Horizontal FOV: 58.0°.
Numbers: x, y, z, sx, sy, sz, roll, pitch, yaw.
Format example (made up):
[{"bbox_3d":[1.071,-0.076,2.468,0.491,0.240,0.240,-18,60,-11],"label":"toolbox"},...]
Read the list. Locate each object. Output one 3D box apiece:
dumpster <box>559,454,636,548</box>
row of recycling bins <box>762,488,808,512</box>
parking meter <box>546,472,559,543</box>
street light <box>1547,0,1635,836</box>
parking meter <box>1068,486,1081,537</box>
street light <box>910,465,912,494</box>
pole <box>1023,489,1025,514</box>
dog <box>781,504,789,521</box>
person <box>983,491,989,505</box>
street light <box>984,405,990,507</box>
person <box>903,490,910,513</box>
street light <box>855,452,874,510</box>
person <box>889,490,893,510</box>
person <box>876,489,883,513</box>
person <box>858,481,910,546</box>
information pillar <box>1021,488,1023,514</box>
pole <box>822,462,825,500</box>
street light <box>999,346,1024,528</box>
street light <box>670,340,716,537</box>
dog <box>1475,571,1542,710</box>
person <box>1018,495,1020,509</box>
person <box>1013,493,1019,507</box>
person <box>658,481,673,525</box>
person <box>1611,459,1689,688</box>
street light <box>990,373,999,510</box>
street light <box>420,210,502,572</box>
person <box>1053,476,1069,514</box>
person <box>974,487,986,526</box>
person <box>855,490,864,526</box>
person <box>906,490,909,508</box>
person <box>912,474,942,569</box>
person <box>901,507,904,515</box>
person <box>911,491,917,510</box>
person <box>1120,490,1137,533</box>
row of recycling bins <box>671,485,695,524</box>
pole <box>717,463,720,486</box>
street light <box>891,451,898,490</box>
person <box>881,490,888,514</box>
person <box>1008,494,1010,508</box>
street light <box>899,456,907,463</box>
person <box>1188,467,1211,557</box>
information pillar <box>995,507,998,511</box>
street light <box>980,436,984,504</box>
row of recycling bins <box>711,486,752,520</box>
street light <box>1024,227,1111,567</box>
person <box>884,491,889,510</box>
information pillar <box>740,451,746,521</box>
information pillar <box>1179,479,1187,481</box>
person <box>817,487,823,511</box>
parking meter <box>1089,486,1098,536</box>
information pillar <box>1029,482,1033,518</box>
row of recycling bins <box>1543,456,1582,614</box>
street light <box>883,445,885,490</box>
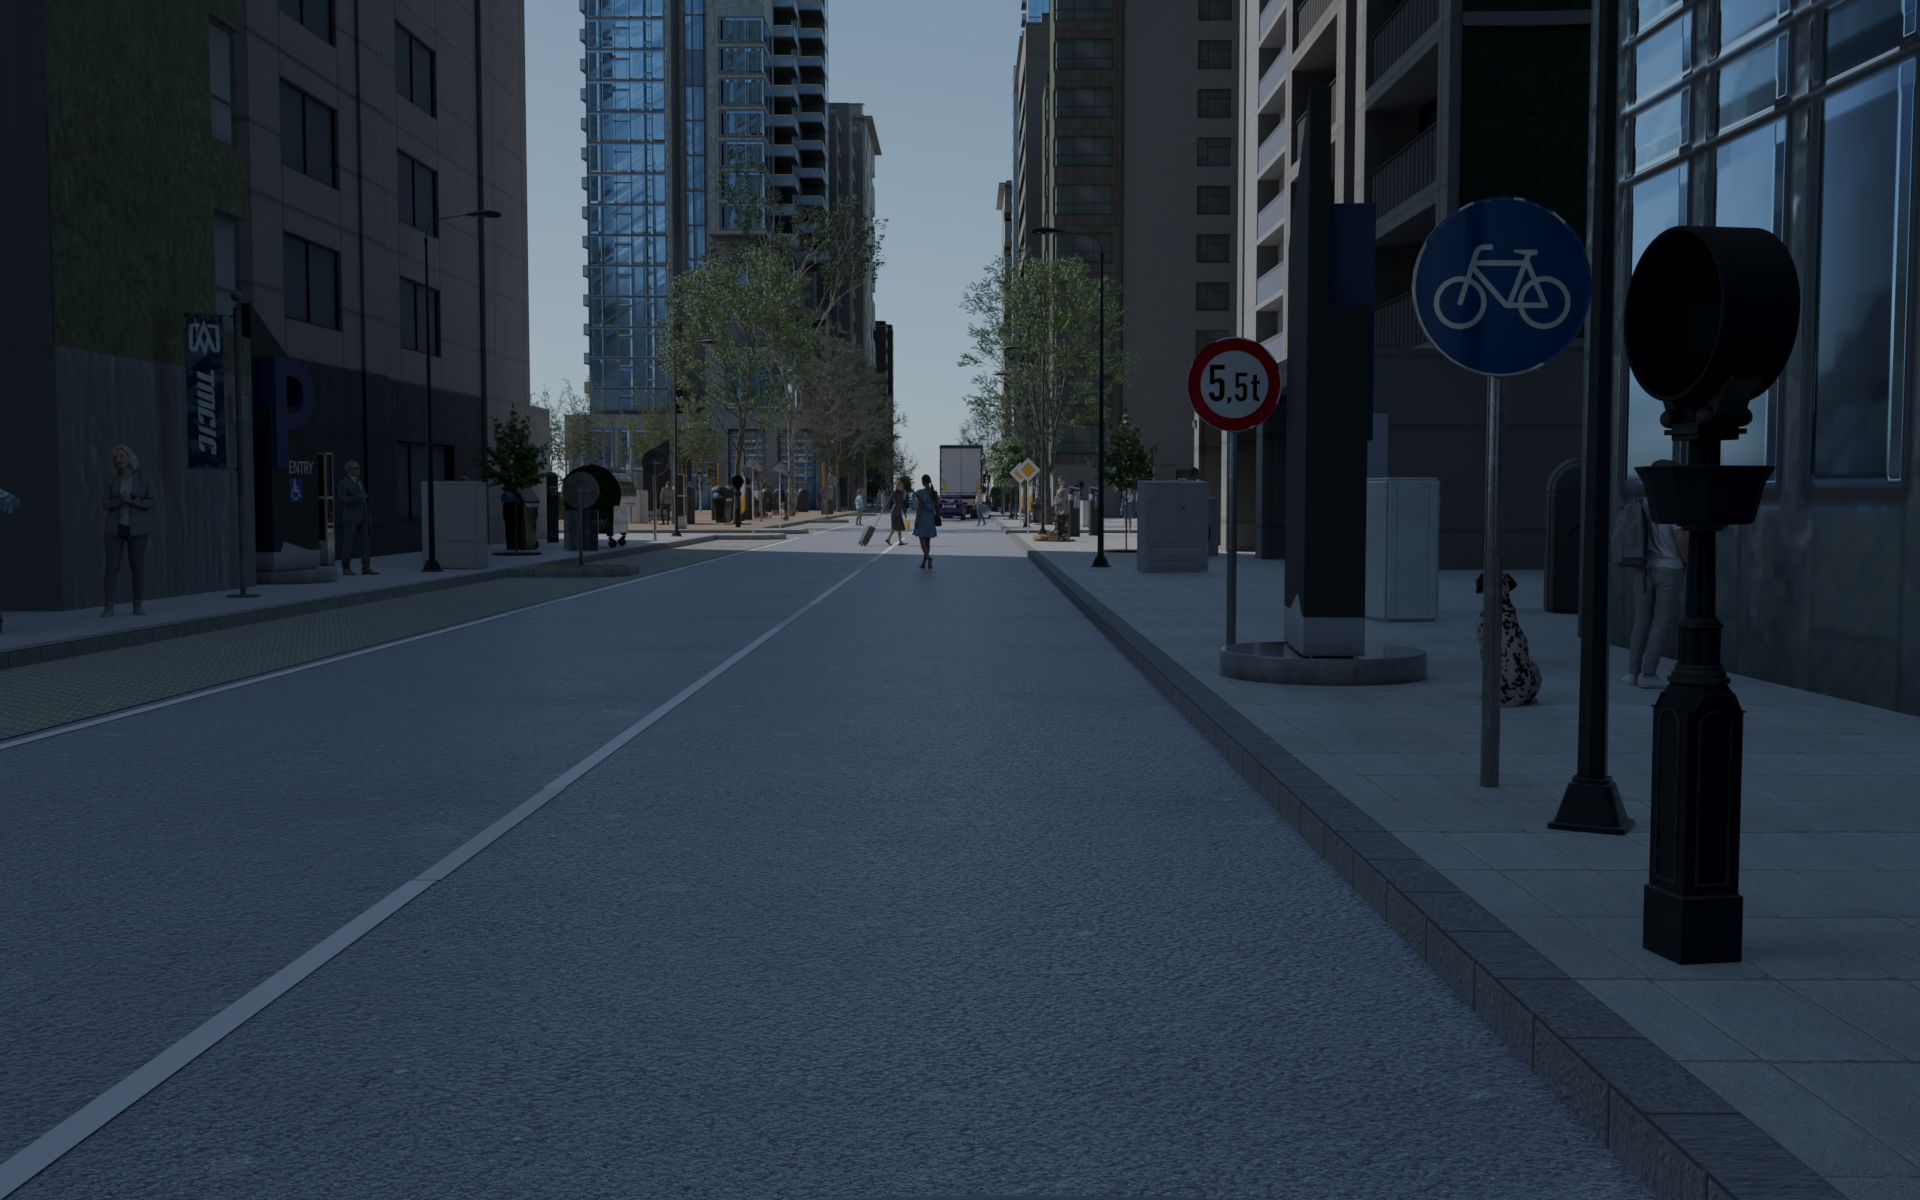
[{"bbox_3d":[-8.718,-2.398,41.693,1.502,2.255,1.985,0,4,0],"label":"dumpster"},{"bbox_3d":[-12.505,-7.113,123.410,3.534,1.692,1.069,1,4,11],"label":"row of recycling bins"},{"bbox_3d":[-10.772,-2.451,45.792,0.255,1.863,0.399,-2,4,-25],"label":"parking meter"},{"bbox_3d":[1.895,-2.078,6.514,1.470,5.913,1.316,0,4,0],"label":"street light"},{"bbox_3d":[3.411,-2.656,51.836,0.372,1.533,0.369,0,3,0],"label":"parking meter"},{"bbox_3d":[-7.458,-16.826,247.643,1.470,5.913,1.316,0,4,0],"label":"street light"},{"bbox_3d":[4.047,-7.038,108.921,0.158,3.312,0.155,0,3,0],"label":"pole"},{"bbox_3d":[-8.484,-4.209,83.200,0.513,0.831,0.800,0,4,7],"label":"dog"},{"bbox_3d":[2.966,-11.510,195.034,0.742,1.727,0.445,0,4,8],"label":"person"},{"bbox_3d":[2.140,-7.191,90.108,1.470,5.913,1.316,0,4,0],"label":"street light"},{"bbox_3d":[-4.207,-7.554,132.403,0.661,1.777,0.834,1,4,16],"label":"person"},{"bbox_3d":[-7.814,-10.213,139.516,1.470,5.913,1.316,0,4,0],"label":"street light"},{"bbox_3d":[-6.150,-8.955,155.003,1.350,1.814,0.705,-2,4,-32],"label":"person"},{"bbox_3d":[-6.043,-7.441,130.258,0.635,1.810,0.391,2,4,24],"label":"person"},{"bbox_3d":[-2.084,-2.402,47.995,1.509,1.804,0.699,-1,4,-18],"label":"person"},{"bbox_3d":[4.018,-7.354,111.592,0.183,3.616,0.504,-1,4,-8],"label":"information pillar"},{"bbox_3d":[-8.722,-7.163,110.958,0.158,3.312,0.155,0,3,0],"label":"pole"},{"bbox_3d":[2.073,-5.013,54.510,1.470,5.913,1.316,0,4,0],"label":"street light"},{"bbox_3d":[-8.035,-4.873,52.209,1.470,5.913,1.316,0,4,0],"label":"street light"},{"bbox_3d":[3.283,0.231,10.596,0.513,0.831,0.800,2,4,34],"label":"dog"},{"bbox_3d":[5.284,-8.848,150.790,0.705,1.814,1.350,0,4,-8],"label":"person"},{"bbox_3d":[5.095,-9.892,167.765,1.348,1.826,0.705,-1,4,-22],"label":"person"},{"bbox_3d":[-12.185,-4.005,71.712,0.592,1.802,0.473,-1,4,-23],"label":"person"},{"bbox_3d":[4.583,-0.174,11.477,0.503,1.515,0.523,2,4,27],"label":"person"},{"bbox_3d":[2.013,-5.738,66.357,1.470,5.913,1.316,0,4,0],"label":"street light"},{"bbox_3d":[-8.191,-3.420,28.458,1.470,5.913,1.316,0,4,0],"label":"street light"},{"bbox_3d":[2.826,-2.643,49.533,0.520,1.790,0.573,3,5,45],"label":"person"},{"bbox_3d":[0.921,-4.169,77.259,0.643,1.750,0.593,-1,4,-16],"label":"person"},{"bbox_3d":[-4.531,-4.168,78.453,0.330,1.601,0.589,-2,4,-27],"label":"person"},{"bbox_3d":[-5.282,-10.078,173.257,0.705,1.826,1.348,0,4,-1],"label":"person"},{"bbox_3d":[-0.600,-1.494,33.027,0.616,1.811,0.778,-1,4,-20],"label":"person"},{"bbox_3d":[-4.168,-6.823,120.638,0.643,1.750,0.593,3,4,38],"label":"person"},{"bbox_3d":[-4.217,-9.115,158.203,0.621,1.740,0.551,-1,4,-14],"label":"person"},{"bbox_3d":[5.872,-3.159,60.178,0.581,1.822,0.654,1,4,13],"label":"person"},{"bbox_3d":[-11.964,-4.137,74.758,1.069,1.692,3.534,-1,4,-10],"label":"row of recycling bins"},{"bbox_3d":[-16.007,-7.396,114.765,0.158,3.312,0.155,0,3,0],"label":"pole"},{"bbox_3d":[-7.604,-13.118,187.016,1.470,5.913,1.316,0,4,0],"label":"street light"},{"bbox_3d":[-5.397,-6.933,122.851,0.522,1.701,0.512,1,4,16],"label":"person"},{"bbox_3d":[4.695,-9.641,164.377,0.721,1.736,1.217,1,4,19],"label":"person"},{"bbox_3d":[-7.532,-15.317,222.974,1.470,5.913,1.316,0,4,0],"label":"street light"},{"bbox_3d":[4.648,-1.708,34.072,0.767,1.812,0.694,-2,4,-23],"label":"person"},{"bbox_3d":[2.833,-8.758,134.541,0.504,3.616,0.183,-2,4,-30],"label":"information pillar"},{"bbox_3d":[2.259,-8.673,114.340,1.470,5.913,1.316,0,4,0],"label":"street light"},{"bbox_3d":[-11.242,-4.830,86.077,1.069,1.692,3.534,1,4,21],"label":"row of recycling bins"},{"bbox_3d":[1.930,-3.530,30.264,1.470,5.913,1.316,0,4,0],"label":"street light"},{"bbox_3d":[-6.425,-8.672,150.950,0.551,1.740,0.621,1,4,11],"label":"person"},{"bbox_3d":[-10.300,-5.524,81.670,0.183,3.616,0.504,-3,5,-44],"label":"information pillar"},{"bbox_3d":[10.501,-4.727,81.773,0.304,2.012,0.304,2,4,28],"label":"information pillar"},{"bbox_3d":[-10.534,-7.633,131.027,0.721,1.800,0.419,-1,4,-20],"label":"person"},{"bbox_3d":[4.144,-2.745,53.299,0.372,1.533,0.369,0,3,0],"label":"parking meter"},{"bbox_3d":[3.724,-6.206,92.819,0.183,3.616,0.504,-3,4,-37],"label":"information pillar"},{"bbox_3d":[7.740,-0.657,17.856,3.534,1.692,1.069,3,5,43],"label":"row of recycling bins"},{"bbox_3d":[-7.739,-11.665,163.266,1.470,5.913,1.316,0,4,0],"label":"street light"}]
